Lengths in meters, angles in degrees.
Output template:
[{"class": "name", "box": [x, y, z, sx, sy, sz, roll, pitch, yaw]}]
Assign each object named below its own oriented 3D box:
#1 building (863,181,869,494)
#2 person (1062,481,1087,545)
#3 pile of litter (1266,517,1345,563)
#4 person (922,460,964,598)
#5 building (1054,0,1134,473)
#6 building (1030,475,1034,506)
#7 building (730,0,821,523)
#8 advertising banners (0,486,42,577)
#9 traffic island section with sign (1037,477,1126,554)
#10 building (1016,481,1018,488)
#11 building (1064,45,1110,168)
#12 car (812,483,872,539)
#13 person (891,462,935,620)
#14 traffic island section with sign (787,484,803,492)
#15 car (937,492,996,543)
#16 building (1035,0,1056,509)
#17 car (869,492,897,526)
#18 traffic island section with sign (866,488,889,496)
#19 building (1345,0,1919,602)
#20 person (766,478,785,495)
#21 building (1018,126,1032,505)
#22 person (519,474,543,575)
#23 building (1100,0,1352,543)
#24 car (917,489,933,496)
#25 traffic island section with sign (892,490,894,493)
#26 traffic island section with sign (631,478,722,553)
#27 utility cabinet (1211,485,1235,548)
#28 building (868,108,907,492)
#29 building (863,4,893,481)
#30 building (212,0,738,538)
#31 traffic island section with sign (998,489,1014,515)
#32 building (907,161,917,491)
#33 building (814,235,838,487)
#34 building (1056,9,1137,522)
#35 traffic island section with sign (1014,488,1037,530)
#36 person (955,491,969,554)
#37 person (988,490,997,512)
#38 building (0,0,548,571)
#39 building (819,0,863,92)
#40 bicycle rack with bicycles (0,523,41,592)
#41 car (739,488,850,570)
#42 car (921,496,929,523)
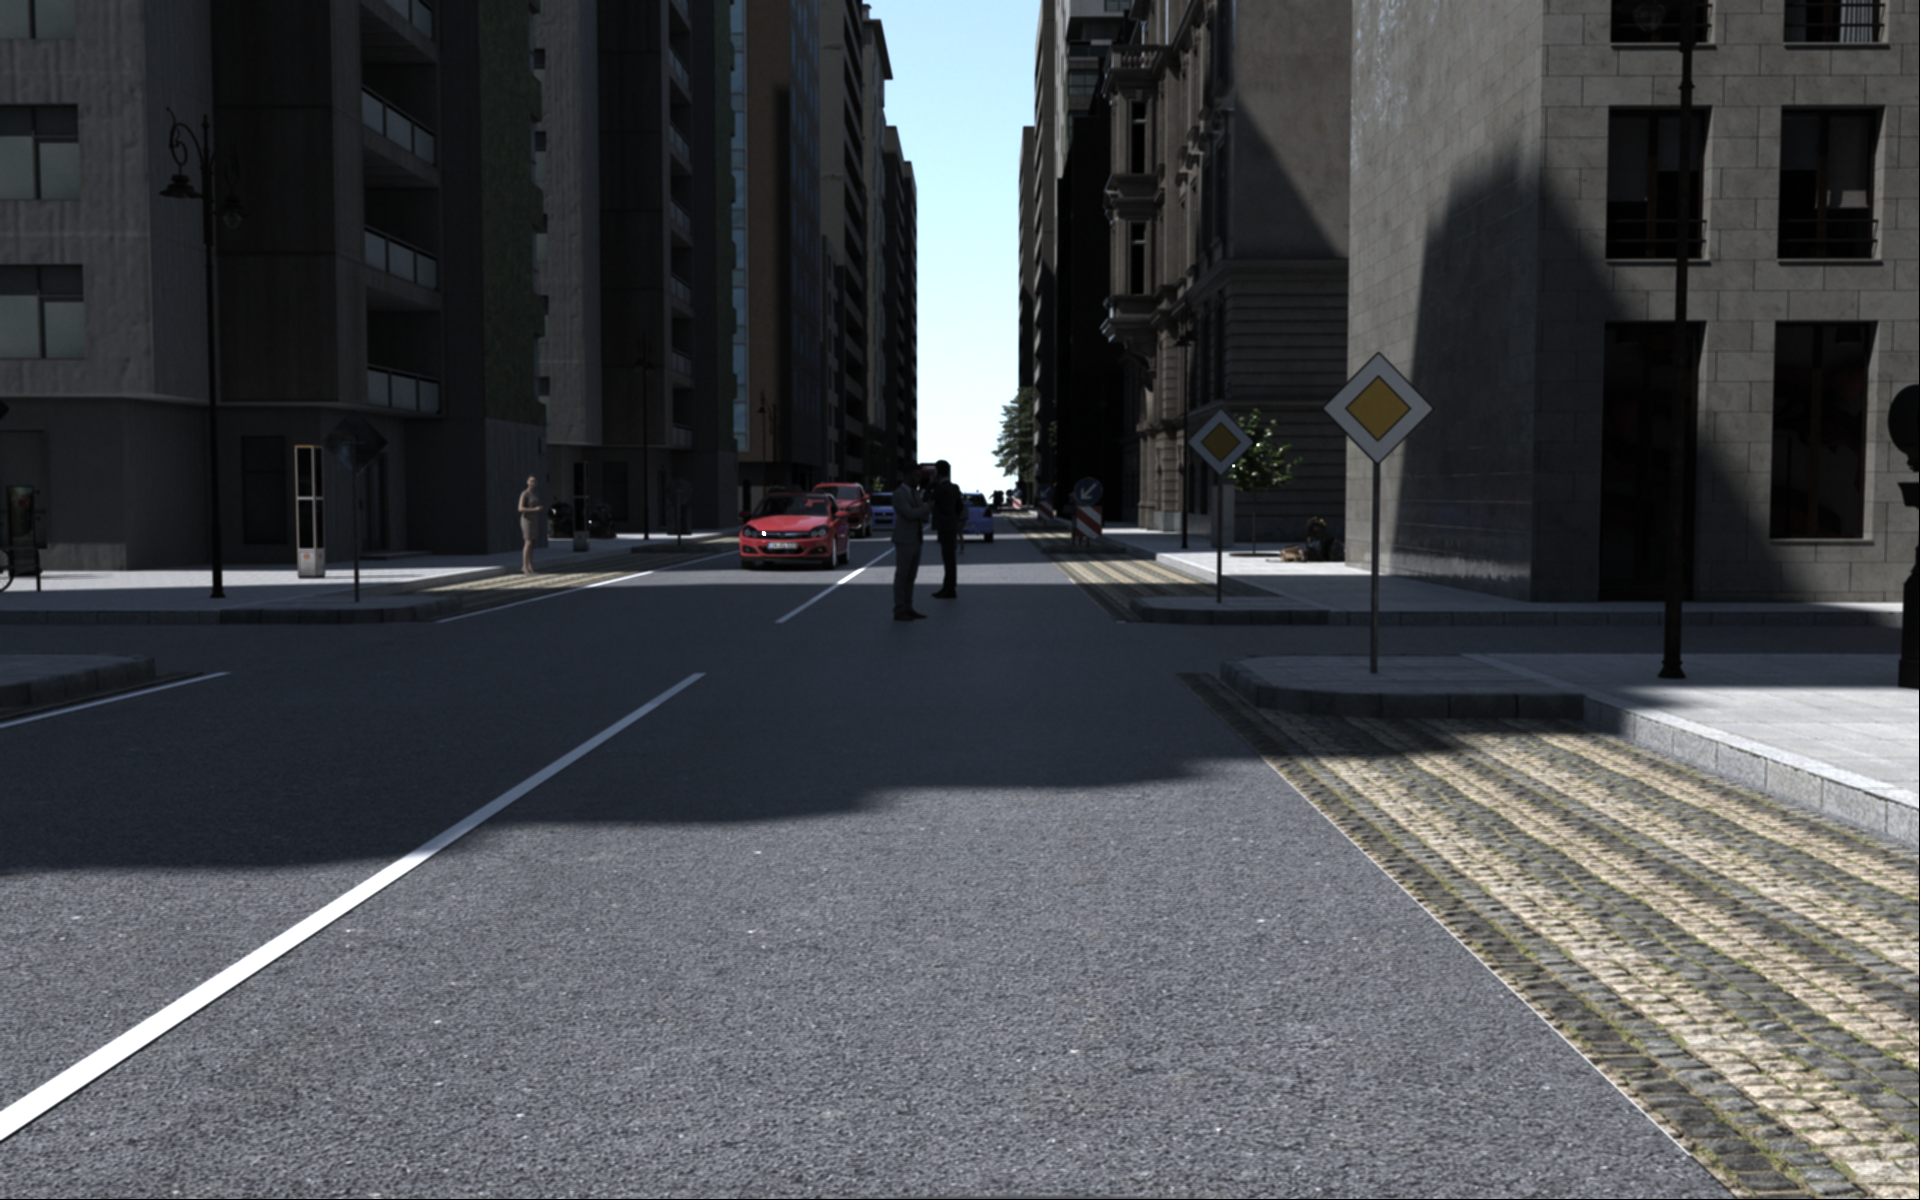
[{"class": "building", "box": [-15.588, -23.346, 153.414, 14.160, 30.474, 14.107, 0, 4, 1]}, {"class": "person", "box": [3.057, -2.255, 45.719, 0.716, 1.782, 0.532, 0, 4, 5]}, {"class": "pile of litter", "box": [6.605, -1.160, 32.936, 1.719, 0.858, 1.176, 0, 4, -4]}, {"class": "person", "box": [-0.249, -0.981, 23.906, 0.474, 1.900, 0.648, 1, 4, 16]}, {"class": "building", "box": [21.380, -33.402, 135.354, 28.713, 52.752, 27.495, 0, 4, 1]}, {"class": "building", "box": [18.306, -46.343, 195.955, 20.563, 71.187, 20.611, 0, 4, 1]}, {"class": "building", "box": [-14.209, -26.417, 82.021, 14.600, 45.320, 14.200, 0, 4, 1]}, {"class": "advertising banners", "box": [-14.863, -1.833, 26.152, 0.090, 3.025, 2.074, 2, 4, 25]}, {"class": "traffic island section with sign", "box": [2.971, -2.049, 42.132, 1.989, 1.847, 2.006, 0, 4, 1]}, {"class": "building", "box": [24.004, -33.611, 241.415, 32.217, 40.220, 23.993, 0, 4, 1]}, {"class": "building", "box": [13.834, -21.018, 115.351, 14.160, 30.474, 14.107, 0, 4, 1]}, {"class": "car", "box": [-4.036, -2.966, 57.169, 2.281, 1.827, 5.304, 0, 4, 1]}, {"class": "person", "box": [-0.527, -0.677, 19.751, 0.466, 1.800, 0.511, 1, 4, 13]}, {"class": "traffic island section with sign", "box": [-6.654, -3.757, 70.050, 1.989, 1.847, 2.006, 0, 4, 1]}, {"class": "car", "box": [0.141, -2.626, 52.523, 1.945, 1.707, 3.694, 0, 4, -1]}, {"class": "building", "box": [17.845, -32.803, 160.023, 21.300, 48.544, 21.600, 0, 4, 1]}, {"class": "car", "box": [-2.967, -3.654, 69.337, 1.945, 1.707, 3.694, 0, 3, 0]}, {"class": "traffic island section with sign", "box": [-6.117, -6.778, 119.444, 1.989, 1.847, 2.006, 0, 4, 1]}, {"class": "building", "box": [15.219, -10.412, 24.986, 16.860, 20.320, 10.420, 0, 4, 1]}, {"class": "person", "box": [-5.302, -2.589, 50.187, 0.648, 1.900, 0.474, -3, 5, -41]}, {"class": "building", "box": [18.260, -36.332, 217.728, 21.300, 48.544, 21.600, 0, 4, 1]}, {"class": "person", "box": [-7.591, -1.335, 30.672, 0.374, 1.781, 0.599, 1, 4, 18]}, {"class": "building", "box": [12.394, -14.848, 61.849, 14.460, 24.649, 34.723, 0, 4, 1]}, {"class": "car", "box": [-2.931, -8.302, 144.403, 2.281, 1.827, 5.304, 0, 4, 1]}, {"class": "traffic island section with sign", "box": [-5.816, -8.471, 147.133, 1.989, 1.847, 2.006, 0, 4, 1]}, {"class": "traffic island section with sign", "box": [-6.938, -2.080, 42.639, 1.989, 1.847, 2.006, 0, 4, 1]}, {"class": "utility cabinet", "box": [6.272, -2.000, 41.384, 0.318, 1.500, 1.173, 1, 4, 21]}, {"class": "building", "box": [-18.087, -36.334, 217.768, 21.300, 48.544, 21.600, 0, 4, 1]}, {"class": "building", "box": [-22.300, -36.907, 192.666, 28.713, 52.752, 27.495, 0, 4, 1]}, {"class": "building", "box": [-15.809, -23.025, 60.060, 14.154, 41.232, 14.086, 0, 4, 1]}, {"class": "traffic island section with sign", "box": [3.814, -6.797, 119.759, 1.989, 1.847, 2.006, 0, 4, 1]}, {"class": "building", "box": [-16.940, -37.664, 239.506, 21.300, 48.544, 21.600, 0, 4, 1]}, {"class": "building", "box": [-22.763, -16.225, 110.322, 27.650, 21.520, 28.899, 0, 4, 1]}, {"class": "building", "box": [11.415, -15.774, 87.575, 12.332, 23.373, 15.834, 0, 4, 1]}, {"class": "traffic island section with sign", "box": [3.278, -3.722, 69.486, 1.989, 1.847, 2.006, 0, 4, 1]}, {"class": "person", "box": [-0.037, -1.872, 41.710, 0.523, 1.515, 0.503, 0, 4, 6]}, {"class": "person", "box": [2.831, -7.916, 138.647, 1.217, 1.743, 0.721, 1, 4, 20]}, {"class": "building", "box": [-16.972, -21.404, 33.543, 14.154, 41.232, 14.086, 0, 4, 1]}, {"class": "building", "box": [-18.862, -31.251, 134.660, 21.300, 48.544, 21.600, 0, 4, 1]}, {"class": "bicycle rack with bicycles", "box": [-13.296, -0.523, 21.933, 2.852, 0.926, 2.925, 1, 4, 9]}, {"class": "car", "box": [-3.215, -1.535, 34.135, 2.155, 1.783, 4.494, 0, 4, 2]}, {"class": "car", "box": [-2.537, -4.583, 87.286, 2.083, 1.381, 4.827, 0, 4, 1]}]
